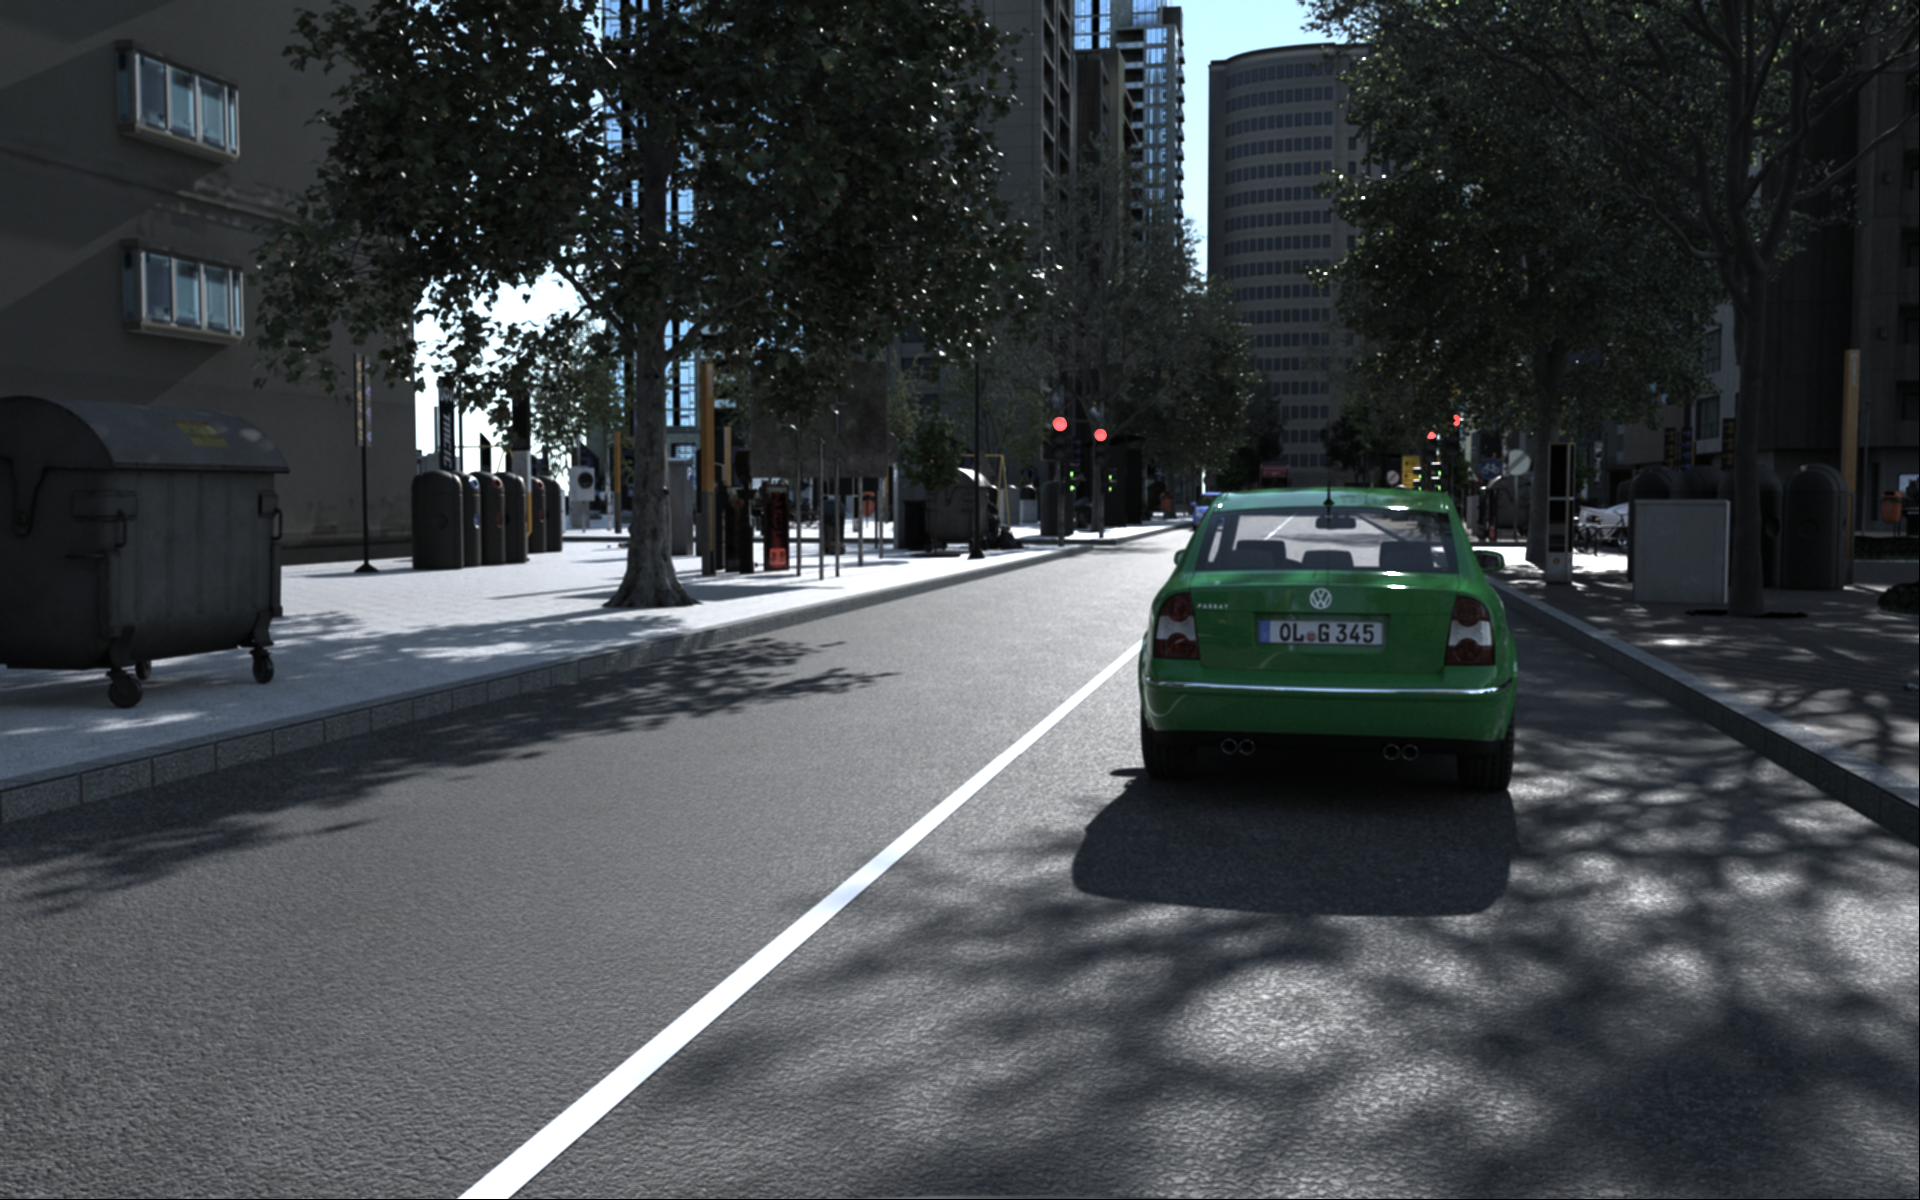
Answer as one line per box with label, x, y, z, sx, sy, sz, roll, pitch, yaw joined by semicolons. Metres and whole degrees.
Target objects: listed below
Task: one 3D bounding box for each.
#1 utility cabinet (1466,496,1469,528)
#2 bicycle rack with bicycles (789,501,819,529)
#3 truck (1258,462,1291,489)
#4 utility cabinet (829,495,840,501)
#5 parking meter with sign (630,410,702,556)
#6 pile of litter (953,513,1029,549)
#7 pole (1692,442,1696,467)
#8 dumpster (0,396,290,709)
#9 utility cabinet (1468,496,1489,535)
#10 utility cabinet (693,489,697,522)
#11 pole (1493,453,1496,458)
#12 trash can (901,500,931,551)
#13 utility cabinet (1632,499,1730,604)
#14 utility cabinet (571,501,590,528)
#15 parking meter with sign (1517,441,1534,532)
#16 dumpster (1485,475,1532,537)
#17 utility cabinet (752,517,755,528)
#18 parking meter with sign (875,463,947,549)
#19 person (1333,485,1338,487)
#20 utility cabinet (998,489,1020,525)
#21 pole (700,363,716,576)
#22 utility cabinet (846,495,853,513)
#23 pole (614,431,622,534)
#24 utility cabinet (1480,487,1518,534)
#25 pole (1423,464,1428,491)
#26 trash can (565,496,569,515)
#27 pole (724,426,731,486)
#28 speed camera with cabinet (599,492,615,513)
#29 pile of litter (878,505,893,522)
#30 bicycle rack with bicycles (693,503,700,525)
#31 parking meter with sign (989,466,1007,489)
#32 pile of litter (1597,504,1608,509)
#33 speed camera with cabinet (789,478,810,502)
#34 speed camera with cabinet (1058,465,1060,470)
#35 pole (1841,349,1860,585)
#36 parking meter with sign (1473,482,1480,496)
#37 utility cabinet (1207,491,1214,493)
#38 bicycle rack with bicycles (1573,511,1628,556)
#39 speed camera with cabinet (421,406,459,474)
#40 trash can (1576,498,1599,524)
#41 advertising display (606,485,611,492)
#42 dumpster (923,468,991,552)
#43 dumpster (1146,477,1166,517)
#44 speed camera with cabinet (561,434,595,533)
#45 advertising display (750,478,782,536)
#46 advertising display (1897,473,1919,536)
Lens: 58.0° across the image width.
utility cabinet;19.552;-3.351;65.946;0.306;1.237;1.020;2;4;31
bicycle rack with bicycles;-5.958;-3.115;64.320;2.925;0.926;2.852;0;4;-3
truck;27.841;-10.071;153.574;2.839;4.237;11.283;1;4;10
utility cabinet;-9.078;-6.962;124.986;1.020;1.237;0.306;3;5;44
parking meter with sign;-5.944;-2.436;36.093;1.738;3.016;0.543;1;4;13
pile of litter;0.719;-1.629;40.595;1.719;0.858;1.176;1;4;23
pole;28.840;-4.549;68.214;0.158;3.312;0.155;0;3;0
dumpster;-5.355;-0.326;11.095;1.264;1.857;1.865;1;4;12
utility cabinet;16.464;-2.659;54.636;0.306;1.237;1.020;3;4;37
utility cabinet;-11.997;-4.287;78.765;0.318;1.500;1.173;3;4;37
pole;26.231;-5.579;85.062;0.158;3.312;0.155;0;3;0
trash can;-0.961;-1.698;39.422;0.748;1.137;0.748;0;3;0
utility cabinet;8.575;-0.577;20.602;1.020;1.237;0.306;2;4;32
utility cabinet;-14.320;-3.470;65.421;0.318;1.500;1.173;0;4;7
parking meter with sign;18.791;-3.710;56.917;0.543;3.016;1.738;0;4;-2
dumpster;16.601;-2.852;52.393;1.264;1.857;1.865;1;4;12
utility cabinet;-8.287;-3.441;64.932;1.173;1.500;0.318;-2;4;-28
parking meter with sign;-1.172;-2.707;40.526;1.738;3.016;0.543;-1;4;-20
person;15.817;-3.932;72.965;0.419;1.800;0.721;1;4;17
utility cabinet;2.016;-3.838;71.426;0.318;1.500;1.173;2;4;35
pole;-3.948;-2.036;27.129;0.158;3.312;0.155;0;3;0
utility cabinet;-7.125;-6.367;115.255;1.020;1.237;0.306;2;4;35
pole;-11.133;-3.820;56.308;0.158;3.312;0.155;0;3;0
utility cabinet;17.345;-2.880;55.772;0.318;1.500;1.173;-3;5;-44
pole;15.142;-3.816;56.240;0.158;3.312;0.155;0;3;0
trash can;-23.813;-5.653;104.081;0.748;1.137;0.748;0;3;0
pole;-7.001;-3.572;52.240;0.158;3.312;0.155;0;3;0
speed camera with cabinet;-23.898;-7.357;114.624;2.038;3.252;0.660;1;4;17
pile of litter;-3.339;-4.059;80.329;1.176;0.858;1.719;1;4;9
bicycle rack with bicycles;-11.863;-3.562;71.626;2.852;0.926;2.925;0;4;5
parking meter with sign;2.077;-6.906;109.170;1.738;3.016;0.543;-1;4;-15
pile of litter;28.207;-3.825;76.507;1.176;0.858;1.719;-1;4;-9
speed camera with cabinet;-9.154;-6.111;94.248;2.038;3.252;0.660;1;4;15
speed camera with cabinet;6.289;-7.536;117.551;0.660;3.252;2.038;-1;4;-19
pole;12.589;-1.877;24.532;0.158;3.312;0.155;0;3;0
parking meter with sign;28.830;-6.154;96.886;1.738;3.016;0.543;-1;4;-20
utility cabinet;17.920;-7.012;123.325;0.318;1.500;1.173;2;4;31
bicycle rack with bicycles;13.306;-1.450;37.095;2.925;0.926;2.852;-2;4;-28
speed camera with cabinet;-11.058;-2.736;39.065;2.038;3.252;0.660;0;4;7
trash can;21.300;-2.886;58.837;0.748;1.137;0.748;0;3;0
advertising display;-24.036;-6.919;118.338;0.123;1.923;0.974;-2;4;-24
dumpster;-0.076;-2.008;38.590;1.264;1.857;1.865;1;4;12
dumpster;11.202;-5.794;97.223;1.502;2.255;1.985;1;4;12
speed camera with cabinet;-12.995;-3.812;56.655;2.038;3.252;0.660;-3;5;-40
advertising display;-5.981;-2.951;53.465;0.974;1.923;0.123;-1;4;-17
advertising display;29.143;-2.916;52.891;0.123;1.923;0.974;-3;5;-39
